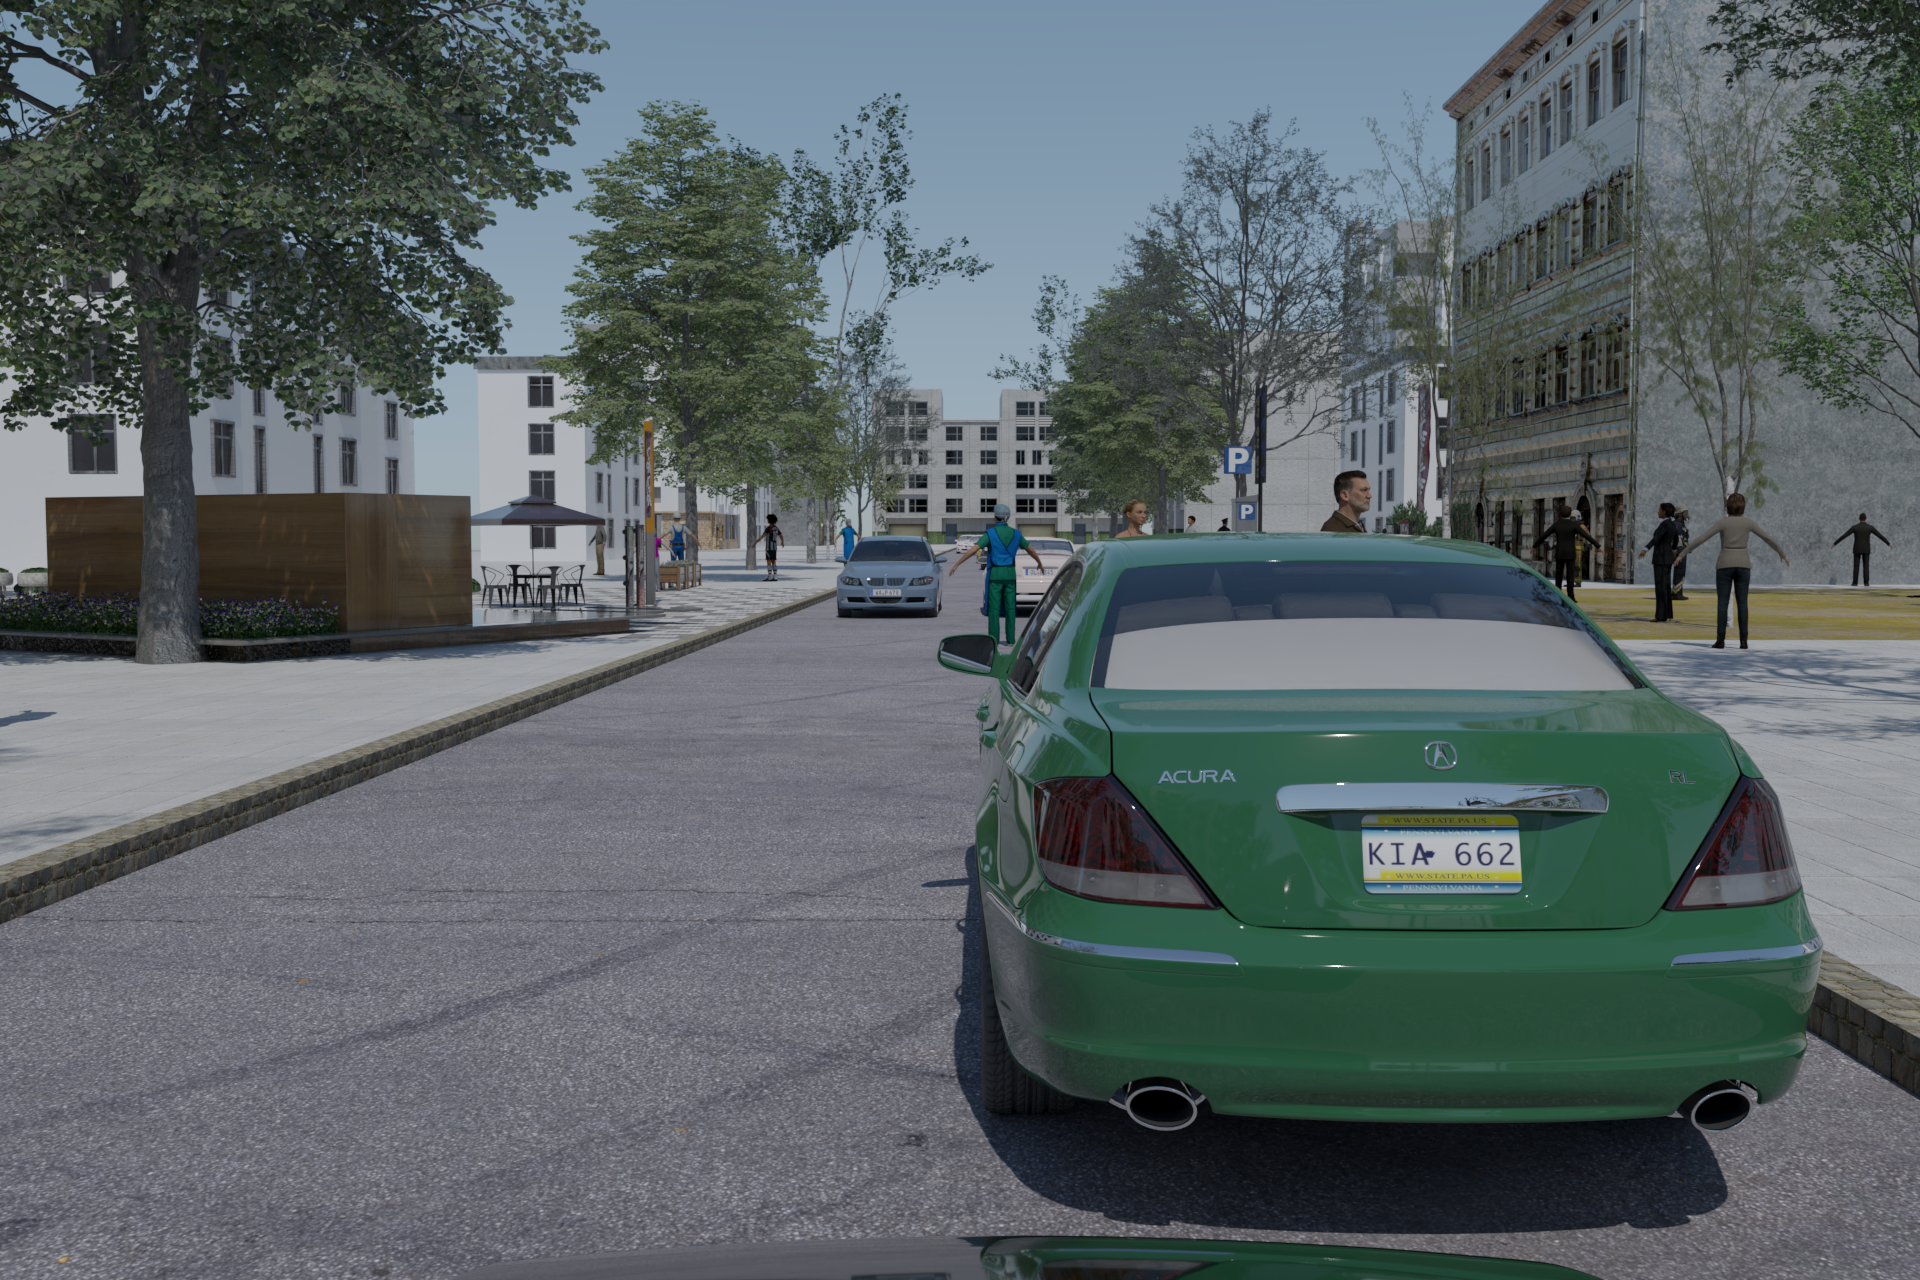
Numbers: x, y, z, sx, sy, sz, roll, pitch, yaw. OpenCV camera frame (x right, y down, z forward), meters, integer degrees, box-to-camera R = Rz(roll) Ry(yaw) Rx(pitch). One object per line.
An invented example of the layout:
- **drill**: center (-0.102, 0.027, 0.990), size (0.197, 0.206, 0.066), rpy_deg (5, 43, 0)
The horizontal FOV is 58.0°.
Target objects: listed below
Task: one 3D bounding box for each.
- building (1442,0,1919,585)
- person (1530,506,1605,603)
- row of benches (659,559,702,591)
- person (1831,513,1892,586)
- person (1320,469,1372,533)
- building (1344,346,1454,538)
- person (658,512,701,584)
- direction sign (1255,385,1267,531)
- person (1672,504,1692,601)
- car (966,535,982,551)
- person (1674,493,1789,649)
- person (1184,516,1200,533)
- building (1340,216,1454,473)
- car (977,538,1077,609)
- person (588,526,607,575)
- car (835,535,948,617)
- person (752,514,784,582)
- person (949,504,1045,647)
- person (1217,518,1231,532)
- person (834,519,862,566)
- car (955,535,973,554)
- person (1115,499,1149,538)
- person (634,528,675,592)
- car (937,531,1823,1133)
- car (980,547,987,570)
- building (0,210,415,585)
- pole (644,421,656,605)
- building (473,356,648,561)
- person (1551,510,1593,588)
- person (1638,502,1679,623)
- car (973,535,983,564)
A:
- **building**: center (26.492, -13.522, 52.018), size (19.493, 23.208, 18.063), rpy_deg (0, 4, 2)
- **person**: center (11.257, -1.590, 32.182), size (1.347, 1.806, 0.705), rpy_deg (2, 4, 32)
- **row of benches**: center (-6.680, -1.571, 41.151), size (1.422, 0.672, 4.104), rpy_deg (0, 4, -1)
- **person**: center (22.222, -2.230, 42.683), size (1.346, 1.802, 0.704), rpy_deg (2, 4, 23)
- **person**: center (2.343, -0.104, 10.302), size (0.704, 1.812, 1.346), rpy_deg (3, 4, 36)
- **building**: center (24.300, -8.270, 77.357), size (9.099, 9.664, 28.070), rpy_deg (0, 4, 2)
- **person**: center (-7.258, -2.358, 44.416), size (1.347, 1.847, 0.705), rpy_deg (-2, 4, -25)
- **direction sign**: center (4.642, -2.127, 26.776), size (0.379, 3.537, 0.876), rpy_deg (0, 4, 0)
- **person**: center (13.959, -1.696, 33.514), size (0.705, 1.856, 1.354), rpy_deg (2, 4, 29)
- **car**: center (1.438, -6.421, 117.347), size (2.083, 1.381, 4.827), rpy_deg (0, 4, 1)
- **person**: center (8.645, -0.773, 19.398), size (1.215, 1.744, 0.721), rpy_deg (1, 4, 11)
- **person**: center (6.543, -2.629, 49.170), size (0.705, 1.806, 1.347), rpy_deg (-2, 4, -27)
- **building**: center (28.449, -15.187, 104.722), size (16.016, 20.090, 11.380), rpy_deg (0, 4, 2)
- **car**: center (1.360, -1.181, 31.679), size (2.083, 1.381, 4.827), rpy_deg (0, 3, 0)
- **person**: center (-11.223, -2.910, 53.844), size (0.705, 1.796, 1.348), rpy_deg (-2, 4, -32)
- **car**: center (-1.217, -1.182, 31.326), size (2.014, 1.417, 4.499), rpy_deg (0, 4, 1)
- **person**: center (-5.105, -2.478, 46.657), size (0.704, 1.843, 1.345), rpy_deg (2, 4, 31)
- **person**: center (0.512, -0.825, 22.068), size (1.347, 1.817, 0.704), rpy_deg (-2, 4, -25)
- **person**: center (8.996, -3.229, 58.734), size (0.705, 1.837, 1.347), rpy_deg (-3, 4, -38)
- **person**: center (-3.840, -3.298, 60.054), size (1.347, 1.817, 0.704), rpy_deg (-3, 4, -37)
- **car**: center (0.673, -7.040, 127.472), size (2.083, 1.381, 4.827), rpy_deg (0, 4, 1)
- **person**: center (1.564, -0.344, 14.879), size (1.217, 1.733, 0.721), rpy_deg (-2, 4, -34)
- **person**: center (-6.752, -1.764, 38.104), size (0.991, 1.433, 0.599), rpy_deg (0, 4, -2)
- **car**: center (0.973, 0.373, 5.696), size (2.131, 1.459, 4.920), rpy_deg (0, 4, 1)
- **car**: center (1.689, -3.674, 69.853), size (2.009, 1.686, 4.222), rpy_deg (0, 4, 0)
- **building**: center (-23.622, -7.047, 57.374), size (9.099, 9.664, 28.070), rpy_deg (0, 4, 2)
- **pole**: center (-5.609, -2.292, 31.313), size (0.158, 3.312, 0.155), rpy_deg (0, 3, 0)
- **building**: center (-21.803, -9.406, 95.934), size (9.099, 9.664, 28.070), rpy_deg (0, 4, 1)
- **person**: center (14.753, -2.193, 41.622), size (0.705, 1.858, 1.354), rpy_deg (-1, 4, -22)
- **person**: center (10.164, -1.130, 25.203), size (0.721, 1.740, 1.216), rpy_deg (3, 5, 43)
- **car**: center (1.665, -4.608, 85.564), size (2.015, 1.641, 3.980), rpy_deg (0, 3, 0)
